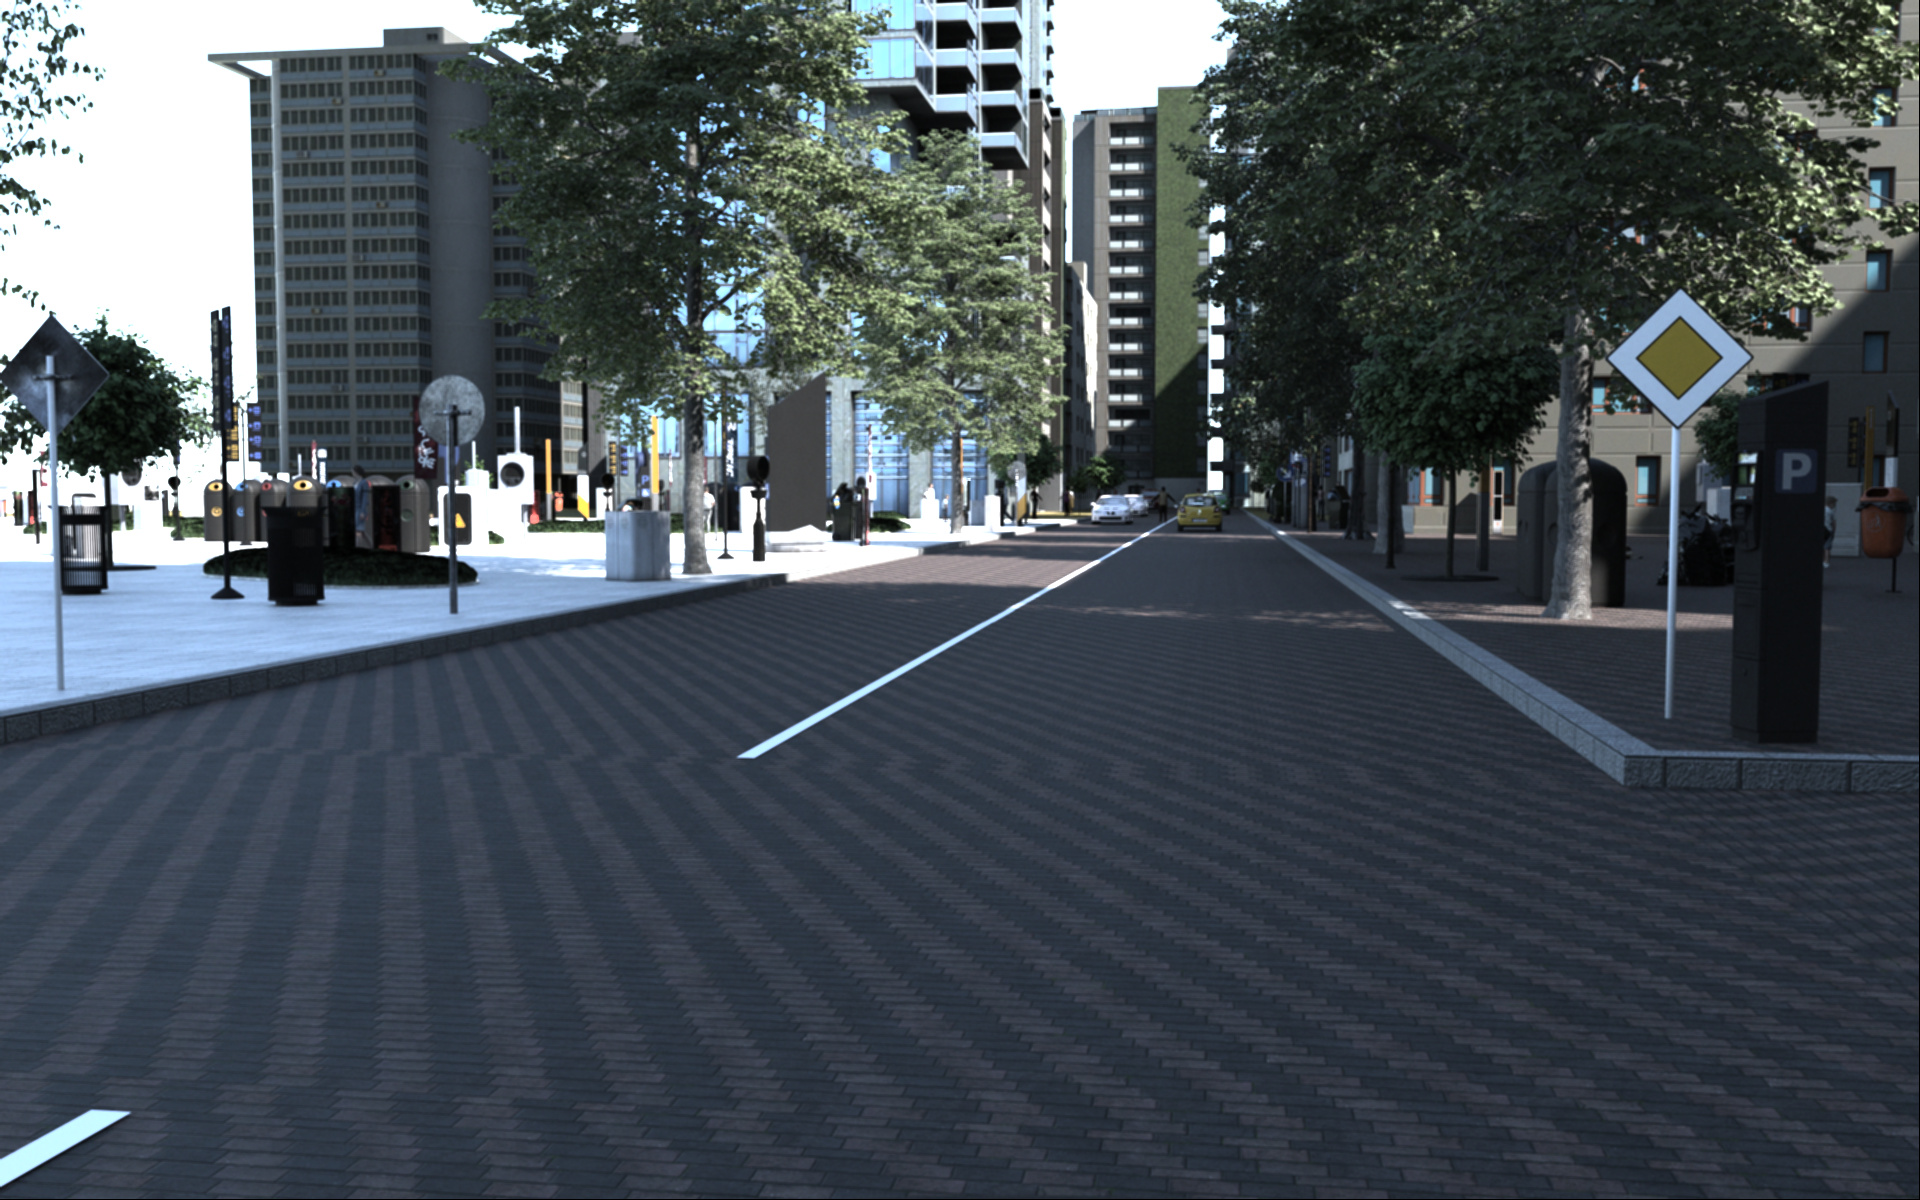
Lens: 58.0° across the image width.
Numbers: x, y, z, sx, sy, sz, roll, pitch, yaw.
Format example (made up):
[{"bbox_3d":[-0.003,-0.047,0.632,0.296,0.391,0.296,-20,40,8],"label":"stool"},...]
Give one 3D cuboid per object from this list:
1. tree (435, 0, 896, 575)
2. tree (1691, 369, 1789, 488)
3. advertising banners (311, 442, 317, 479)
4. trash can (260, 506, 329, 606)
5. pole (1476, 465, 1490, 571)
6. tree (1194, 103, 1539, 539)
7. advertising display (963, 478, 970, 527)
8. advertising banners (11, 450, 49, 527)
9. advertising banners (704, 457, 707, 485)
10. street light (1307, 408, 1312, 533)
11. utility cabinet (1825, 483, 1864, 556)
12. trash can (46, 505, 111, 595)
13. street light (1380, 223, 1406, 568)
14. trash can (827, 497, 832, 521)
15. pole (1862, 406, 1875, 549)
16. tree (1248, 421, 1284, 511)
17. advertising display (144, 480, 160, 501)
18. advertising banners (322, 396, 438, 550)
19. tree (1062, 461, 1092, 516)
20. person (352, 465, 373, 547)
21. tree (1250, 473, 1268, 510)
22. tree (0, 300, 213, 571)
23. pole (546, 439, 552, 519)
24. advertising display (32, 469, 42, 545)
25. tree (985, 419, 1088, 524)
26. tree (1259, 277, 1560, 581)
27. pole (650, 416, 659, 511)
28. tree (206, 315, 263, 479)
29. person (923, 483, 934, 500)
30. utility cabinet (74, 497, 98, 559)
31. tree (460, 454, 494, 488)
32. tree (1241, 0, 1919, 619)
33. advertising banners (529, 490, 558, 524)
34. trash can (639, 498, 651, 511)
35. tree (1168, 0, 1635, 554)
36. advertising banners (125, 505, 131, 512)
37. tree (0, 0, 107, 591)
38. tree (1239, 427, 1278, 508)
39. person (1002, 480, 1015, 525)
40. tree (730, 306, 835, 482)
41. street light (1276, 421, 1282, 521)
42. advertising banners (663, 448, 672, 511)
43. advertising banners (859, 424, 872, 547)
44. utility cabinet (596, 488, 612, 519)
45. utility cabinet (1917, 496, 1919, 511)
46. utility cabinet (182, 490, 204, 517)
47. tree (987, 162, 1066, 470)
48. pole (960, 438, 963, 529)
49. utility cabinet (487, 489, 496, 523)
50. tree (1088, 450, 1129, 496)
[{"bbox_3d":[-4.075,-6.659,27.001,7.486,12.596,7.792,0,3,0],"label":"tree"},{"bbox_3d":[20.983,-3.786,45.613,4.285,4.588,4.351,0,3,0],"label":"tree"},{"bbox_3d":[-21.681,-3.749,57.489,0.090,3.025,2.074,0,4,0],"label":"advertising banners"},{"bbox_3d":[-7.671,-0.510,19.993,0.748,1.137,0.748,0,3,0],"label":"trash can"},{"bbox_3d":[8.736,-2.142,28.869,0.158,3.312,0.155,0,3,0],"label":"pole"},{"bbox_3d":[11.485,-8.083,49.173,9.611,12.733,9.660,0,3,0],"label":"tree"},{"bbox_3d":[0.173,-3.866,68.427,0.123,1.923,0.974,-1,4,-20],"label":"advertising display"},{"bbox_3d":[-36.897,-4.443,68.826,0.090,3.025,2.074,1,4,14],"label":"advertising banners"},{"bbox_3d":[-11.189,-5.132,80.090,2.074,3.025,0.090,0,4,5],"label":"advertising banners"},{"bbox_3d":[11.493,-5.137,56.776,0.468,5.910,1.993,1,4,8],"label":"street light"},{"bbox_3d":[17.836,-1.643,35.535,1.173,1.500,0.318,3,4,36],"label":"utility cabinet"},{"bbox_3d":[-11.278,-0.645,22.205,0.748,1.137,0.748,0,3,0],"label":"trash can"},{"bbox_3d":[7.445,-3.486,29.788,0.468,5.910,1.993,1,4,8],"label":"street light"},{"bbox_3d":[-6.229,-4.278,81.601,0.748,1.137,0.748,0,3,0],"label":"trash can"},{"bbox_3d":[21.148,-2.843,40.321,0.158,3.312,0.155,0,3,0],"label":"pole"},{"bbox_3d":[23.760,-11.218,133.778,4.360,8.622,3.978,0,3,0],"label":"tree"},{"bbox_3d":[-36.159,-4.398,77.125,0.974,1.923,0.123,-2,4,-26],"label":"advertising display"},{"bbox_3d":[-10.264,-2.121,30.871,2.074,3.025,0.090,-1,4,-18],"label":"advertising banners"},{"bbox_3d":[6.925,-6.457,100.181,1.663,3.219,1.824,0,3,0],"label":"tree"},{"bbox_3d":[-11.099,-1.597,32.171,0.654,1.822,0.581,-2,4,-26],"label":"person"},{"bbox_3d":[24.889,-9.084,143.121,1.663,3.219,1.824,0,3,0],"label":"tree"},{"bbox_3d":[-14.586,-2.795,29.417,4.285,4.588,4.351,0,3,0],"label":"tree"},{"bbox_3d":[-15.349,-4.331,64.655,0.158,3.312,0.155,0,3,0],"label":"pole"},{"bbox_3d":[-23.552,-2.385,44.209,0.123,1.923,0.974,-1,4,-23],"label":"advertising display"},{"bbox_3d":[2.930,-5.940,80.827,4.285,4.588,4.351,0,3,0],"label":"tree"},{"bbox_3d":[7.334,-2.584,25.956,4.285,4.588,4.351,0,3,0],"label":"tree"},{"bbox_3d":[-7.953,-3.136,45.120,0.158,3.312,0.155,0,3,0],"label":"pole"},{"bbox_3d":[-30.558,-7.364,70.762,4.360,8.622,3.978,0,3,0],"label":"tree"},{"bbox_3d":[-1.541,-4.822,84.989,0.679,1.850,0.850,-3,5,-44],"label":"person"},{"bbox_3d":[-17.464,-1.436,34.642,0.306,1.237,1.020,-2,4,-34],"label":"utility cabinet"},{"bbox_3d":[-23.397,-5.480,84.195,1.663,3.219,1.824,0,3,0],"label":"tree"},{"bbox_3d":[6.503,-6.105,17.942,7.486,12.596,7.792,0,3,0],"label":"tree"},{"bbox_3d":[-18.089,-4.737,73.637,2.074,3.025,0.090,-3,5,-40],"label":"advertising banners"},{"bbox_3d":[-10.865,-2.917,59.349,0.748,1.137,0.748,0,3,0],"label":"trash can"},{"bbox_3d":[9.382,-7.971,36.987,9.857,13.997,8.962,0,3,0],"label":"tree"},{"bbox_3d":[-42.203,-5.560,87.100,0.090,3.025,2.074,0,4,-3],"label":"advertising banners"},{"bbox_3d":[-9.325,-3.947,14.904,4.360,8.622,3.978,0,3,0],"label":"tree"},{"bbox_3d":[27.087,-12.740,158.657,4.737,8.622,4.395,0,3,0],"label":"tree"},{"bbox_3d":[1.882,-3.968,70.772,0.795,1.843,0.661,0,4,5],"label":"person"},{"bbox_3d":[-6.641,-7.083,66.162,4.360,8.622,3.978,0,3,0],"label":"tree"},{"bbox_3d":[15.496,-6.784,83.703,0.468,5.910,1.993,1,4,8],"label":"street light"},{"bbox_3d":[-11.091,-4.256,65.765,0.090,3.025,2.074,0,4,-1],"label":"advertising banners"},{"bbox_3d":[-2.301,-2.839,42.606,0.090,3.025,2.074,0,4,5],"label":"advertising banners"},{"bbox_3d":[-12.986,-3.340,63.295,0.318,1.500,1.173,-2,4,-25],"label":"utility cabinet"},{"bbox_3d":[25.589,-2.085,45.256,1.020,1.237,0.306,0,4,3],"label":"utility cabinet"},{"bbox_3d":[-38.195,-4.752,86.375,1.173,1.500,0.318,1,4,17],"label":"utility cabinet"},{"bbox_3d":[-0.507,-8.362,54.853,7.486,12.596,7.792,0,3,0],"label":"tree"},{"bbox_3d":[0.010,-4.247,63.276,0.158,3.312,0.155,0,3,0],"label":"pole"},{"bbox_3d":[-20.212,-4.044,74.795,0.318,1.500,1.173,-2,4,-26],"label":"utility cabinet"},{"bbox_3d":[10.546,-8.720,126.282,4.285,4.588,4.351,0,3,0],"label":"tree"}]
